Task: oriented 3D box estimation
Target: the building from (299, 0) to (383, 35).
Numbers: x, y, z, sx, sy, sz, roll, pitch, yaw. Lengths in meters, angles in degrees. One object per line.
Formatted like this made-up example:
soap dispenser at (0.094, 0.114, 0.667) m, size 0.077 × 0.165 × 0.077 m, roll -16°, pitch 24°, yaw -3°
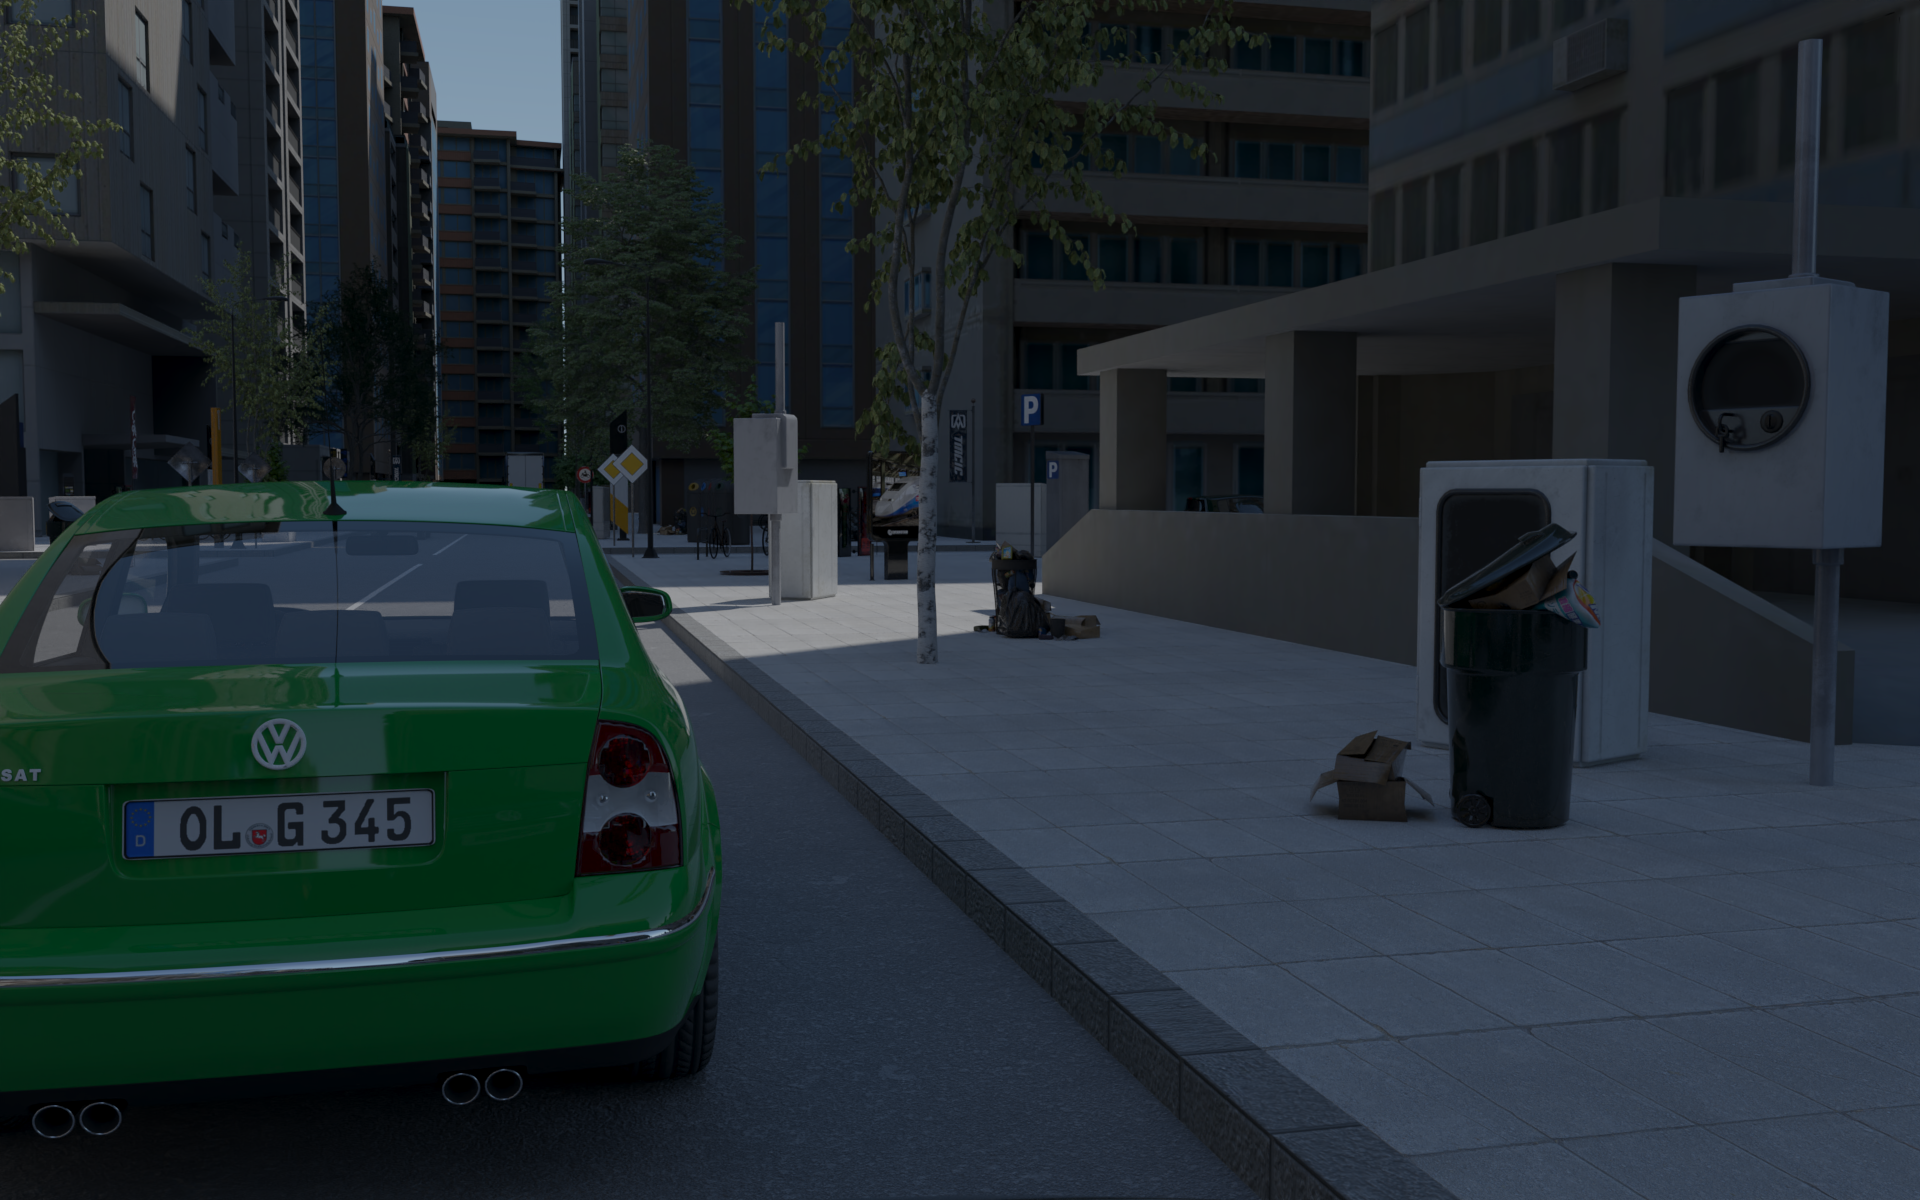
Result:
building at (-46.750, -28.585, 117.471) m, size 14.600 × 45.320 × 14.200 m, roll -1°, pitch 4°, yaw -14°

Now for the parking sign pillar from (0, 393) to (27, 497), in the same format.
parking sign pillar at (-25.907, -3.559, 46.670) m, size 1.447 × 3.967 × 1.447 m, roll 0°, pitch 4°, yaw 2°

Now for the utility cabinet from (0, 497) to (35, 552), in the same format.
utility cabinet at (-21.331, -1.691, 38.813) m, size 1.020 × 1.237 × 0.306 m, roll -2°, pitch 4°, yaw -24°

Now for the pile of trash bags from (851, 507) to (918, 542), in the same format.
pile of trash bags at (-2.785, -2.253, 46.583) m, size 3.447 × 1.369 × 1.912 m, roll -3°, pitch 5°, yaw -44°

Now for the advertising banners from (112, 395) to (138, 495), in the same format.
advertising banners at (-14.443, -2.069, 30.014) m, size 0.090 × 3.025 × 2.074 m, roll -1°, pitch 4°, yaw -15°

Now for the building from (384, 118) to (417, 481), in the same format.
building at (-49.388, -22.026, 131.827) m, size 14.160 × 30.474 × 14.107 m, roll -1°, pitch 4°, yaw -14°

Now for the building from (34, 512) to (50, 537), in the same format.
building at (-40.930, -28.725, 58.899) m, size 28.713 × 52.752 × 27.495 m, roll -1°, pitch 4°, yaw -14°

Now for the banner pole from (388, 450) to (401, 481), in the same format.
banner pole at (-32.136, -6.623, 98.307) m, size 0.863 × 3.779 × 0.401 m, roll -1°, pitch 4°, yaw -19°

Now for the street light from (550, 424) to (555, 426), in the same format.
street light at (-26.777, -8.753, 115.656) m, size 1.470 × 5.913 × 1.316 m, roll -1°, pitch 4°, yaw -14°

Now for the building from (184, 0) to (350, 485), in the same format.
building at (-44.039, -39.935, 91.188) m, size 20.563 × 71.187 × 20.611 m, roll -1°, pitch 4°, yaw -14°

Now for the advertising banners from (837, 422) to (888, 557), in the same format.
advertising banners at (-1.998, -2.426, 35.851) m, size 0.090 × 3.025 × 2.074 m, roll 2°, pitch 4°, yaw 30°

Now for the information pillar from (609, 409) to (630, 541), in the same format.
information pillar at (-9.355, -3.438, 47.568) m, size 0.504 × 3.616 × 0.183 m, roll -1°, pitch 4°, yaw -15°

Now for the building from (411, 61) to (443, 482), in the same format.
building at (-60.340, -32.113, 175.163) m, size 14.200 × 45.320 × 14.600 m, roll -1°, pitch 4°, yaw -14°

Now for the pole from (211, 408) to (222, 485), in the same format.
pole at (-17.586, -2.885, 41.013) m, size 0.158 × 3.312 × 0.155 m, roll 0°, pitch 3°, yaw 0°

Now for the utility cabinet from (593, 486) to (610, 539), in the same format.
utility cabinet at (-10.233, -2.496, 49.494) m, size 0.318 × 1.500 × 1.173 m, roll 0°, pitch 4°, yaw -3°

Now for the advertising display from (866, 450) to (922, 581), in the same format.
advertising display at (-0.957, -1.266, 25.909) m, size 0.974 × 1.923 × 0.123 m, roll -2°, pitch 4°, yaw -35°

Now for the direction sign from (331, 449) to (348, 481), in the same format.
direction sign at (-30.891, -5.761, 86.191) m, size 0.876 × 3.537 × 0.379 m, roll 0°, pitch 4°, yaw 5°

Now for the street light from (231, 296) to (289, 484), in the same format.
street light at (-16.444, -4.166, 40.661) m, size 1.470 × 5.913 × 1.316 m, roll -1°, pitch 4°, yaw -14°

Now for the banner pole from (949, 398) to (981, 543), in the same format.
banner pole at (0.118, -3.385, 45.365) m, size 0.863 × 3.779 × 0.401 m, roll 0°, pitch 4°, yaw -3°

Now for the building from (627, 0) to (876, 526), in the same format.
building at (-7.087, -26.013, 75.424) m, size 14.600 × 45.320 × 14.200 m, roll -1°, pitch 4°, yaw -14°

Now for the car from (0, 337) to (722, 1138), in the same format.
car at (-1.824, 0.209, 5.386) m, size 1.959 × 1.807 × 4.718 m, roll -1°, pitch 4°, yaw -14°

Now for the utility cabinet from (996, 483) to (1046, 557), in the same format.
utility cabinet at (1.285, -1.630, 35.324) m, size 1.173 × 1.500 × 0.318 m, roll 3°, pitch 5°, yaw 40°

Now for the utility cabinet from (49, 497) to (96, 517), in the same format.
utility cabinet at (-21.812, -1.922, 42.583) m, size 0.306 × 1.237 × 1.020 m, roll 2°, pitch 4°, yaw 33°

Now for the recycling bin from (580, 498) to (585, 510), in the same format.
recycling bin at (-22.911, -5.581, 103.804) m, size 0.722 × 1.027 × 0.722 m, roll 0°, pitch 4°, yaw 6°

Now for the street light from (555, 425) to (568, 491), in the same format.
street light at (-15.209, -5.889, 68.818) m, size 1.470 × 5.913 × 1.316 m, roll -1°, pitch 4°, yaw -14°

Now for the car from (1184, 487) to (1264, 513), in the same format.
car at (7.379, -2.058, 43.440) m, size 4.222 × 1.686 × 2.009 m, roll -1°, pitch 4°, yaw -12°

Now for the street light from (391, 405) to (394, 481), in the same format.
street light at (-28.087, -7.024, 87.391) m, size 1.470 × 5.913 × 1.316 m, roll -1°, pitch 4°, yaw -14°

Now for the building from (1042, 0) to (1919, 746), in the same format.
building at (18.359, -19.958, 18.188) m, size 32.217 × 40.220 × 23.993 m, roll -1°, pitch 4°, yaw -14°

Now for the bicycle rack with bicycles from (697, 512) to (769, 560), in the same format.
bicycle rack with bicycles at (-4.128, -1.305, 34.724) m, size 2.852 × 0.926 × 2.925 m, roll 0°, pitch 4°, yaw -2°

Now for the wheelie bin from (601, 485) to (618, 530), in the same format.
wheelie bin at (-12.589, -3.296, 61.798) m, size 0.980 × 1.594 × 0.693 m, roll 1°, pitch 4°, yaw 22°

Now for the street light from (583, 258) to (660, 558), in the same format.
street light at (-6.729, -3.784, 34.417) m, size 1.470 × 5.913 × 1.316 m, roll -1°, pitch 4°, yaw -14°

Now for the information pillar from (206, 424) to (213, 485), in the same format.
information pillar at (-25.276, -4.110, 58.555) m, size 0.183 × 3.616 × 0.504 m, roll 0°, pitch 4°, yaw 5°

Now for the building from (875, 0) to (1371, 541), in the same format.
building at (8.243, -26.612, 58.802) m, size 21.600 × 48.544 × 21.300 m, roll -1°, pitch 4°, yaw -14°

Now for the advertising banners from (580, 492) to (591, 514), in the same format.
advertising banners at (-24.285, -7.192, 113.778) m, size 2.074 × 3.025 × 0.090 m, roll 3°, pitch 5°, yaw 42°

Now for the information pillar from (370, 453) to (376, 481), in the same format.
information pillar at (-33.666, -6.606, 99.364) m, size 0.183 × 3.616 × 0.504 m, roll -3°, pitch 5°, yaw -44°
